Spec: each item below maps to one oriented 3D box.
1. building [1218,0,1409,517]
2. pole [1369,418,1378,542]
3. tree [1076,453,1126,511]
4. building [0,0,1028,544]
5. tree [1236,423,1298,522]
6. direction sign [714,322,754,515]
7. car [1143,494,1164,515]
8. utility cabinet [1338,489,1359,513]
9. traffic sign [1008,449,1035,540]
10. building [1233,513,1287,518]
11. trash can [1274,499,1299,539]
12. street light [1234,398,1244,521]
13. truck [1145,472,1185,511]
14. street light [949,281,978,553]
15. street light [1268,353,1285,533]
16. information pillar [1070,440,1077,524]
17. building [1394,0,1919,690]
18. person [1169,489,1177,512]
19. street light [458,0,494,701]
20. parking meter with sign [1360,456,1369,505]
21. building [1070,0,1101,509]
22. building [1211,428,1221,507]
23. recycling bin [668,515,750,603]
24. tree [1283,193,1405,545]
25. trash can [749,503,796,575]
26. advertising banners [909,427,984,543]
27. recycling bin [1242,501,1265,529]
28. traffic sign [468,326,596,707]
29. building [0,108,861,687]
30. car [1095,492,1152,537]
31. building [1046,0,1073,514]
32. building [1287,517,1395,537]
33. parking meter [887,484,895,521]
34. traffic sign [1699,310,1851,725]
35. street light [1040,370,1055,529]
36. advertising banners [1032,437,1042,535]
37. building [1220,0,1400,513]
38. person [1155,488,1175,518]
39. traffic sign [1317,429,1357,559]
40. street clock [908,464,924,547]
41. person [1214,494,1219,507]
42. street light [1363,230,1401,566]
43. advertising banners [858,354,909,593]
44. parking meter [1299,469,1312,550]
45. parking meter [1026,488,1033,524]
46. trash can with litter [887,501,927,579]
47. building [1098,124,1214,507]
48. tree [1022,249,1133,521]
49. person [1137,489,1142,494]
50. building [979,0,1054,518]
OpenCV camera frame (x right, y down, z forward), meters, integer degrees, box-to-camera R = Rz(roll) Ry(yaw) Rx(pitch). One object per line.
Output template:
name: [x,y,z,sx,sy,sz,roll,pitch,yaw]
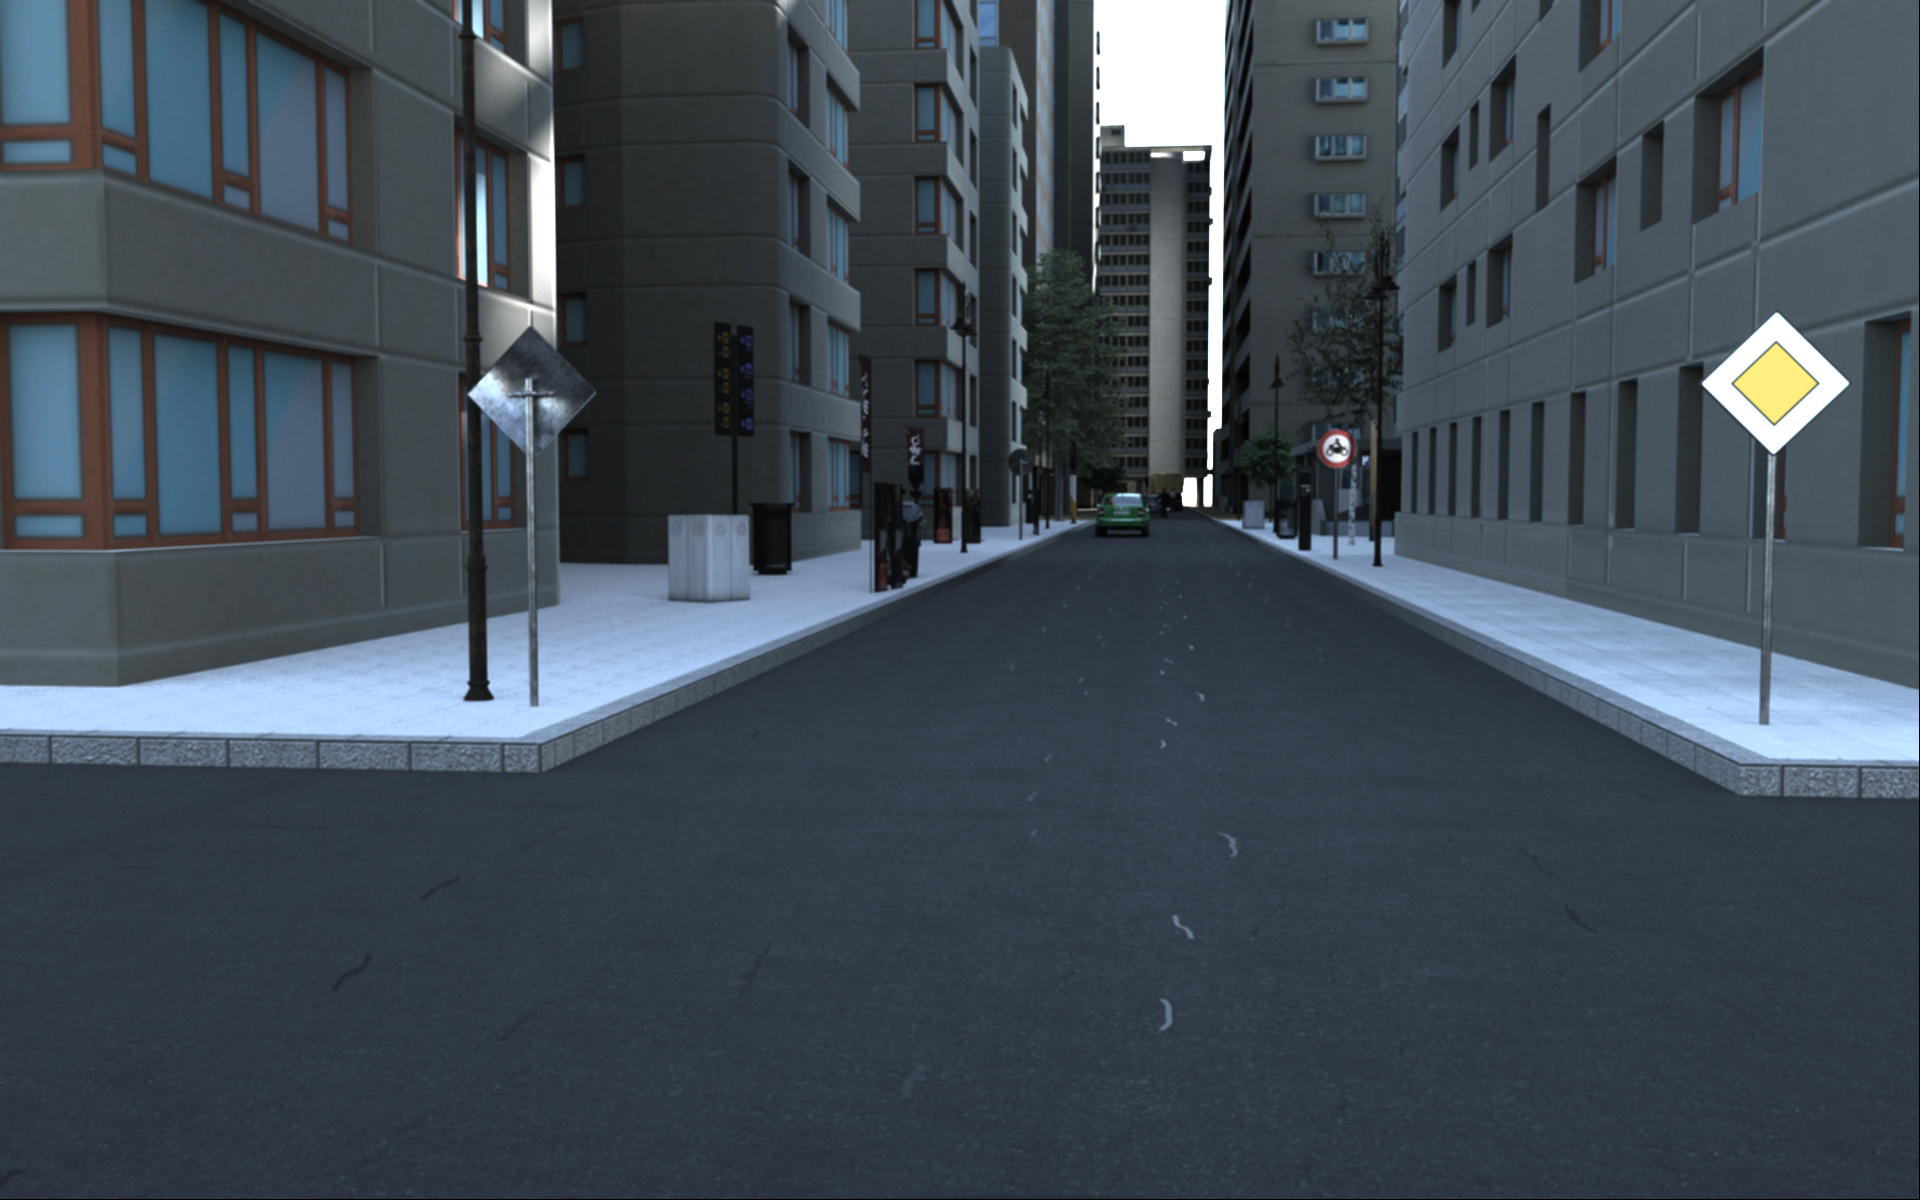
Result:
building: [35.064,-26.379,123.176,32.217,40.220,23.993,0,4,7]
pole: [11.187,-3.239,46.797,0.158,3.312,0.155,0,3,0]
tree: [11.192,-9.192,134.010,4.285,4.588,4.351,0,3,0]
building: [-12.437,-13.345,63.231,27.650,21.520,28.899,0,4,7]
tree: [14.098,-5.823,78.923,4.285,4.588,4.351,0,3,0]
direction sign: [-3.022,-1.911,23.243,0.379,3.537,0.876,2,4,27]
car: [13.064,-6.456,117.561,2.014,1.417,4.499,0,4,8]
utility cabinet: [16.223,-3.937,73.057,1.173,1.500,0.318,-1,4,-15]
traffic sign: [1.705,-2.963,48.543,0.768,2.556,0.104,1,4,16]
building: [27.282,-29.170,100.635,21.300,48.544,21.600,0,4,7]
trash can: [9.386,-2.326,49.681,0.748,1.137,0.748,0,3,0]
street light: [13.507,-6.789,83.795,0.468,5.910,1.993,0,4,7]
truck: [17.783,-9.370,149.130,3.469,3.379,9.791,0,4,5]
street light: [0.086,-3.974,37.762,0.468,5.910,1.993,0,4,7]
street light: [10.405,-5.151,57.003,0.468,5.910,1.993,0,4,7]
information pillar: [4.921,-5.138,75.363,0.183,3.616,0.504,-1,4,-19]
building: [21.981,-10.744,20.702,28.899,21.520,27.650,0,4,7]
person: [16.988,-7.913,137.745,0.709,1.838,0.599,2,4,32]
street light: [-3.003,-2.315,10.630,0.468,5.910,1.993,0,4,7]
parking meter with sign: [17.785,-4.710,73.267,0.543,3.016,1.738,-3,5,-42]
building: [1.166,-32.190,150.002,21.600,48.544,21.300,0,4,7]
building: [41.499,-52.742,174.999,31.000,86.520,22.319,0,4,7]
recycling bin: [-3.028,-0.510,20.895,0.722,1.027,0.722,3,4,36]
tree: [9.883,-5.689,43.376,4.360,8.622,3.978,0,3,0]
trash can: [-2.998,-0.979,27.666,0.748,1.137,0.748,0,3,0]
advertising banners: [-0.412,-2.981,44.922,2.074,3.025,0.090,0,4,1]
recycling bin: [10.838,-3.145,63.983,0.722,1.027,0.722,0,4,1]
traffic sign: [-2.571,-0.414,10.408,0.795,2.450,0.064,0,4,7]
building: [-17.680,-11.114,26.761,27.650,21.520,28.899,0,4,7]
car: [5.632,-3.110,59.648,1.959,1.807,4.718,0,4,7]
building: [-0.480,-25.876,106.665,14.154,41.232,14.086,0,4,7]
building: [27.861,-22.334,57.036,32.217,40.220,23.993,0,4,7]
parking meter: [-1.712,-2.062,42.128,0.372,1.533,0.369,0,3,0]
traffic sign: [4.474,-0.363,9.579,0.795,2.450,0.064,0,4,7]
street light: [3.256,-5.598,64.309,0.468,5.910,1.993,0,4,7]
advertising banners: [2.422,-3.558,54.362,0.090,3.025,2.074,0,4,-3]
building: [33.258,-31.947,146.033,21.300,48.544,21.600,0,4,7]
person: [12.297,-5.852,104.209,1.348,1.821,0.705,-1,4,-20]
traffic sign: [7.379,-2.071,33.967,0.768,2.556,0.104,1,4,8]
street clock: [-1.076,-2.303,42.224,0.358,2.002,0.471,1,4,21]
person: [24.582,-9.362,164.834,1.065,1.426,0.557,-2,4,-29]
street light: [7.420,-3.536,30.604,0.468,5.910,1.993,0,4,7]
advertising banners: [-1.030,-1.627,22.787,0.090,3.025,2.074,1,4,14]
parking meter: [7.872,-2.065,39.479,0.255,1.863,0.399,1,4,16]
parking meter: [3.066,-4.106,75.547,0.372,1.533,0.369,0,3,0]
trash can with litter: [-0.836,-0.918,26.390,0.624,1.170,1.055,0,4,2]
building: [14.779,-30.143,184.722,23.993,40.220,32.217,0,4,7]
tree: [4.239,-9.969,81.115,7.486,12.596,7.792,0,3,0]
person: [10.819,-5.812,104.472,0.756,1.711,0.436,-2,4,-28]
building: [-2.303,-27.060,92.541,14.600,45.320,14.200,0,4,7]
